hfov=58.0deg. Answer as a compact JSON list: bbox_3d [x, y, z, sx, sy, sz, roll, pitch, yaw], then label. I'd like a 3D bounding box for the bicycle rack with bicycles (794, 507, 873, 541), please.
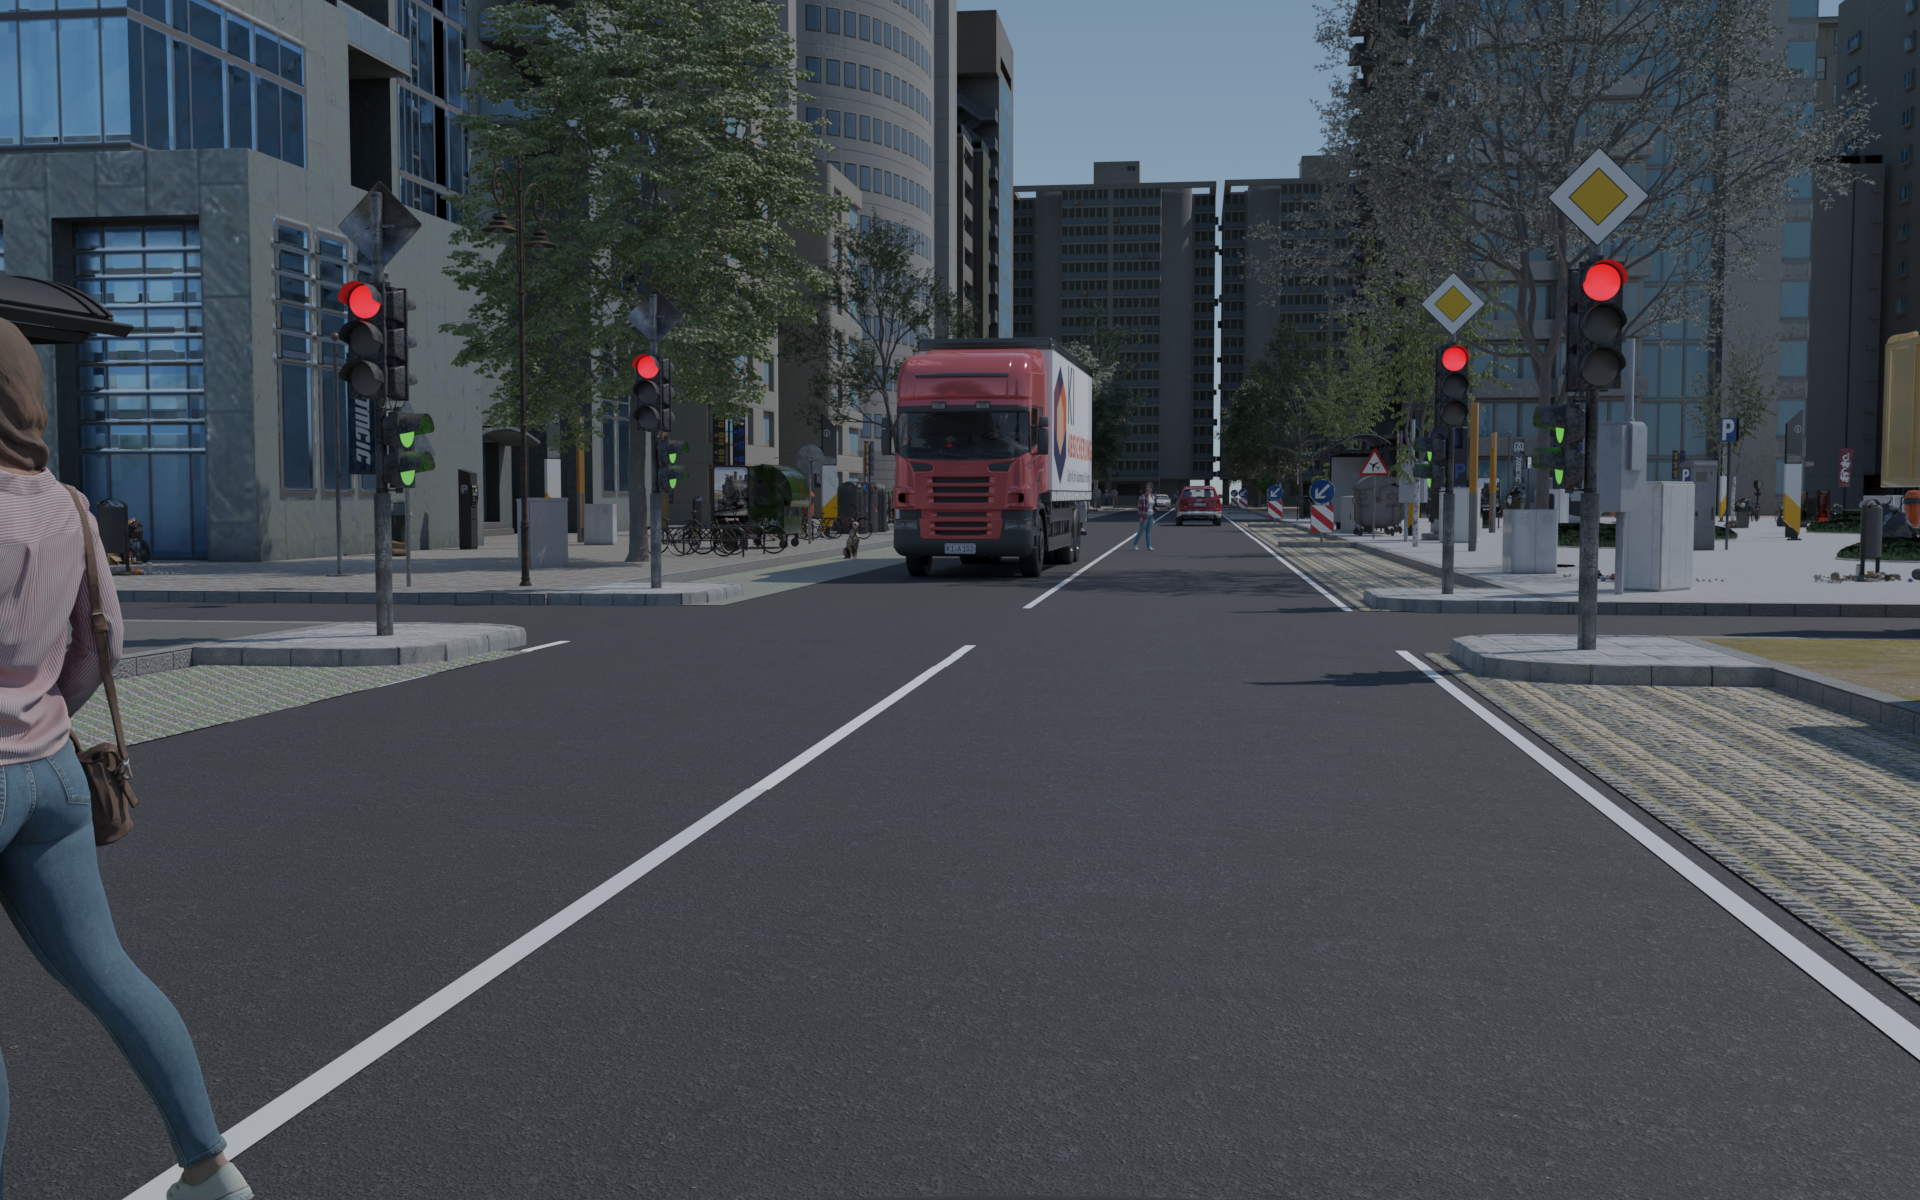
[{"bbox_3d":[-4.288,-2.172,48.891,2.925,0.926,2.852,3,4,37],"label":"bicycle rack with bicycles"}]

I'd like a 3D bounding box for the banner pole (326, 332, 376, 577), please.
[{"bbox_3d":[-9.461,-2.261,26.991,0.863,3.779,0.401,-1,4,-13],"label":"banner pole"}]

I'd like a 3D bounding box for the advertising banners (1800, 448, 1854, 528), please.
[{"bbox_3d":[32.931,-4.276,66.092,2.074,3.025,0.090,1,4,20],"label":"advertising banners"}]

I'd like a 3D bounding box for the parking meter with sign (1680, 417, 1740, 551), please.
[{"bbox_3d":[16.775,-2.640,39.420,1.738,3.016,0.543,-1,4,-14],"label":"parking meter with sign"}]

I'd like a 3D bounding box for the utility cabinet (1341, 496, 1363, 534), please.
[{"bbox_3d":[12.744,-2.765,56.367,0.306,1.237,1.020,-1,4,-15],"label":"utility cabinet"}]

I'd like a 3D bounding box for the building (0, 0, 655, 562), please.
[{"bbox_3d":[-22.204,-44.902,46.817,22.319,86.520,31.000,0,4,8],"label":"building"}]

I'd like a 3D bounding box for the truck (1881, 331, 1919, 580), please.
[{"bbox_3d":[14.461,-1.262,16.551,9.791,3.379,3.469,1,4,10],"label":"truck"}]

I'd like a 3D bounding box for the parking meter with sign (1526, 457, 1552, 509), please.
[{"bbox_3d":[27.241,-5.154,80.523,1.738,3.016,0.543,2,4,35],"label":"parking meter with sign"}]

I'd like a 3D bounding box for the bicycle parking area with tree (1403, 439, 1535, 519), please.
[{"bbox_3d":[26.740,-6.336,90.592,8.231,4.147,9.016,2,4,27],"label":"bicycle parking area with tree"}]

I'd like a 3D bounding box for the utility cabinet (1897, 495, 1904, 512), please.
[{"bbox_3d":[42.342,-4.116,78.457,1.020,1.237,0.306,-2,4,-29],"label":"utility cabinet"}]

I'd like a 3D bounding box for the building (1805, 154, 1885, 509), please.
[{"bbox_3d":[70.208,-23.194,150.929,14.107,30.474,14.160,0,4,8],"label":"building"}]

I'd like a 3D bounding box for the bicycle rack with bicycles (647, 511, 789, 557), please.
[{"bbox_3d":[-5.287,-1.394,36.170,2.925,0.926,2.852,1,4,8],"label":"bicycle rack with bicycles"}]

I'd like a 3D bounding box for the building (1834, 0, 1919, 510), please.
[{"bbox_3d":[87.597,-31.842,144.323,21.600,48.544,21.300,0,4,8],"label":"building"}]

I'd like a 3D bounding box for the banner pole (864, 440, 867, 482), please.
[{"bbox_3d":[-4.406,-5.565,80.997,0.401,3.779,0.863,0,4,5],"label":"banner pole"}]

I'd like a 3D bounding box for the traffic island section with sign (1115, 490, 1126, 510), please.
[{"bbox_3d":[13.571,-8.749,151.678,1.989,1.847,2.006,0,4,8],"label":"traffic island section with sign"}]

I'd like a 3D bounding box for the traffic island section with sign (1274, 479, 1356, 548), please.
[{"bbox_3d":[9.643,-2.341,46.911,1.989,1.847,2.006,0,4,8],"label":"traffic island section with sign"}]

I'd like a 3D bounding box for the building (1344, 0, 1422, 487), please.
[{"bbox_3d":[44.168,-30.042,145.810,22.147,44.769,28.867,0,4,8],"label":"building"}]

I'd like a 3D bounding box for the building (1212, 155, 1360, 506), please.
[{"bbox_3d":[42.090,-31.147,201.130,23.993,40.220,32.217,0,4,8],"label":"building"}]

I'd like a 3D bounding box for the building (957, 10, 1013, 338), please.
[{"bbox_3d":[-2.889,-31.180,159.903,14.200,45.320,14.600,0,4,8],"label":"building"}]

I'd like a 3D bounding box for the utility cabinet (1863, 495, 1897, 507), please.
[{"bbox_3d":[34.966,-3.350,65.936,1.020,1.237,0.306,3,4,37],"label":"utility cabinet"}]

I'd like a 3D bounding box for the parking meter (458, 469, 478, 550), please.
[{"bbox_3d":[-11.362,-2.099,40.029,0.399,1.863,0.255,1,4,19],"label":"parking meter"}]

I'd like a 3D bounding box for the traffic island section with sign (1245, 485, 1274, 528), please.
[{"bbox_3d":[13.368,-4.015,74.273,1.989,1.847,2.006,0,4,8],"label":"traffic island section with sign"}]

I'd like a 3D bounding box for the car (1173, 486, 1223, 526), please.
[{"bbox_3d":[10.920,-4.326,79.404,2.281,1.827,5.304,0,4,6],"label":"car"}]

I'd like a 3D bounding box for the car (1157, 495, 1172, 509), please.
[{"bbox_3d":[19.136,-9.346,165.172,2.083,1.381,4.827,0,4,8],"label":"car"}]

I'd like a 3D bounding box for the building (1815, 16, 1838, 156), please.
[{"bbox_3d":[90.118,-36.926,192.977,27.495,52.752,28.713,0,4,8],"label":"building"}]

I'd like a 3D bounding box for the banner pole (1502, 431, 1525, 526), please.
[{"bbox_3d":[22.201,-4.852,69.349,0.863,3.779,0.401,0,4,3],"label":"banner pole"}]

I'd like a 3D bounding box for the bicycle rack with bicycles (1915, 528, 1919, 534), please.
[{"bbox_3d":[27.467,-2.040,46.734,2.925,0.926,2.852,-1,4,-11],"label":"bicycle rack with bicycles"}]

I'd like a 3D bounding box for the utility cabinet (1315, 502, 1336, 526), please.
[{"bbox_3d":[14.814,-3.711,69.358,1.173,1.500,0.318,0,4,-3],"label":"utility cabinet"}]

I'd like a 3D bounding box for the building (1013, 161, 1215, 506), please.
[{"bbox_3d":[18.393,-31.379,204.923,23.993,40.220,32.217,0,4,8],"label":"building"}]

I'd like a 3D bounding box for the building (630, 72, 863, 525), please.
[{"bbox_3d":[-21.252,-14.793,86.898,27.650,21.520,28.899,0,4,8],"label":"building"}]

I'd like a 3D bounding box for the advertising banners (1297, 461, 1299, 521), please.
[{"bbox_3d":[16.205,-5.317,83.117,0.090,3.025,2.074,1,4,11],"label":"advertising banners"}]

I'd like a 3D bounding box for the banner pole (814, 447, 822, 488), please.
[{"bbox_3d":[-6.434,-5.535,80.515,0.863,3.779,0.401,2,4,26],"label":"banner pole"}]

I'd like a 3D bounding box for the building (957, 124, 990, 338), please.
[{"bbox_3d":[-5.408,-22.289,136.121,14.160,30.474,14.107,0,4,8],"label":"building"}]

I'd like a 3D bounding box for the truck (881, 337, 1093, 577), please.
[{"bbox_3d":[0.824,-2.723,33.437,2.839,4.237,11.283,1,4,9],"label":"truck"}]

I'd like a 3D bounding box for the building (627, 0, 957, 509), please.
[{"bbox_3d":[-12.522,-35.041,114.915,21.231,58.520,28.212,0,4,8],"label":"building"}]

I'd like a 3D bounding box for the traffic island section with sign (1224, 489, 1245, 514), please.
[{"bbox_3d":[20.096,-7.043,123.788,1.989,1.847,2.006,0,4,8],"label":"traffic island section with sign"}]

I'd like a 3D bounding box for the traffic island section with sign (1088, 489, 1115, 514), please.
[{"bbox_3d":[9.922,-7.105,124.795,1.989,1.847,2.006,0,4,8],"label":"traffic island section with sign"}]

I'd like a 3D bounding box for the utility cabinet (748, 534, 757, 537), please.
[{"bbox_3d":[-6.355,-2.451,51.239,1.020,1.237,0.306,1,4,22],"label":"utility cabinet"}]

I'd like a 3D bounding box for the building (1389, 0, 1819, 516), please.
[{"bbox_3d":[42.015,-30.325,115.419,23.786,49.044,30.456,0,4,8],"label":"building"}]

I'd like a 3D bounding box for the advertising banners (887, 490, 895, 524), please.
[{"bbox_3d":[-2.901,-4.853,75.530,0.090,3.025,2.074,1,4,11],"label":"advertising banners"}]

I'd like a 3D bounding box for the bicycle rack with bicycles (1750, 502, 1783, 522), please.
[{"bbox_3d":[37.710,-4.143,81.123,2.852,0.926,2.925,2,4,35],"label":"bicycle rack with bicycles"}]

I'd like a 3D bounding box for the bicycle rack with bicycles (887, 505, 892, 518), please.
[{"bbox_3d":[-2.750,-4.299,83.670,2.852,0.926,2.925,1,4,14],"label":"bicycle rack with bicycles"}]
